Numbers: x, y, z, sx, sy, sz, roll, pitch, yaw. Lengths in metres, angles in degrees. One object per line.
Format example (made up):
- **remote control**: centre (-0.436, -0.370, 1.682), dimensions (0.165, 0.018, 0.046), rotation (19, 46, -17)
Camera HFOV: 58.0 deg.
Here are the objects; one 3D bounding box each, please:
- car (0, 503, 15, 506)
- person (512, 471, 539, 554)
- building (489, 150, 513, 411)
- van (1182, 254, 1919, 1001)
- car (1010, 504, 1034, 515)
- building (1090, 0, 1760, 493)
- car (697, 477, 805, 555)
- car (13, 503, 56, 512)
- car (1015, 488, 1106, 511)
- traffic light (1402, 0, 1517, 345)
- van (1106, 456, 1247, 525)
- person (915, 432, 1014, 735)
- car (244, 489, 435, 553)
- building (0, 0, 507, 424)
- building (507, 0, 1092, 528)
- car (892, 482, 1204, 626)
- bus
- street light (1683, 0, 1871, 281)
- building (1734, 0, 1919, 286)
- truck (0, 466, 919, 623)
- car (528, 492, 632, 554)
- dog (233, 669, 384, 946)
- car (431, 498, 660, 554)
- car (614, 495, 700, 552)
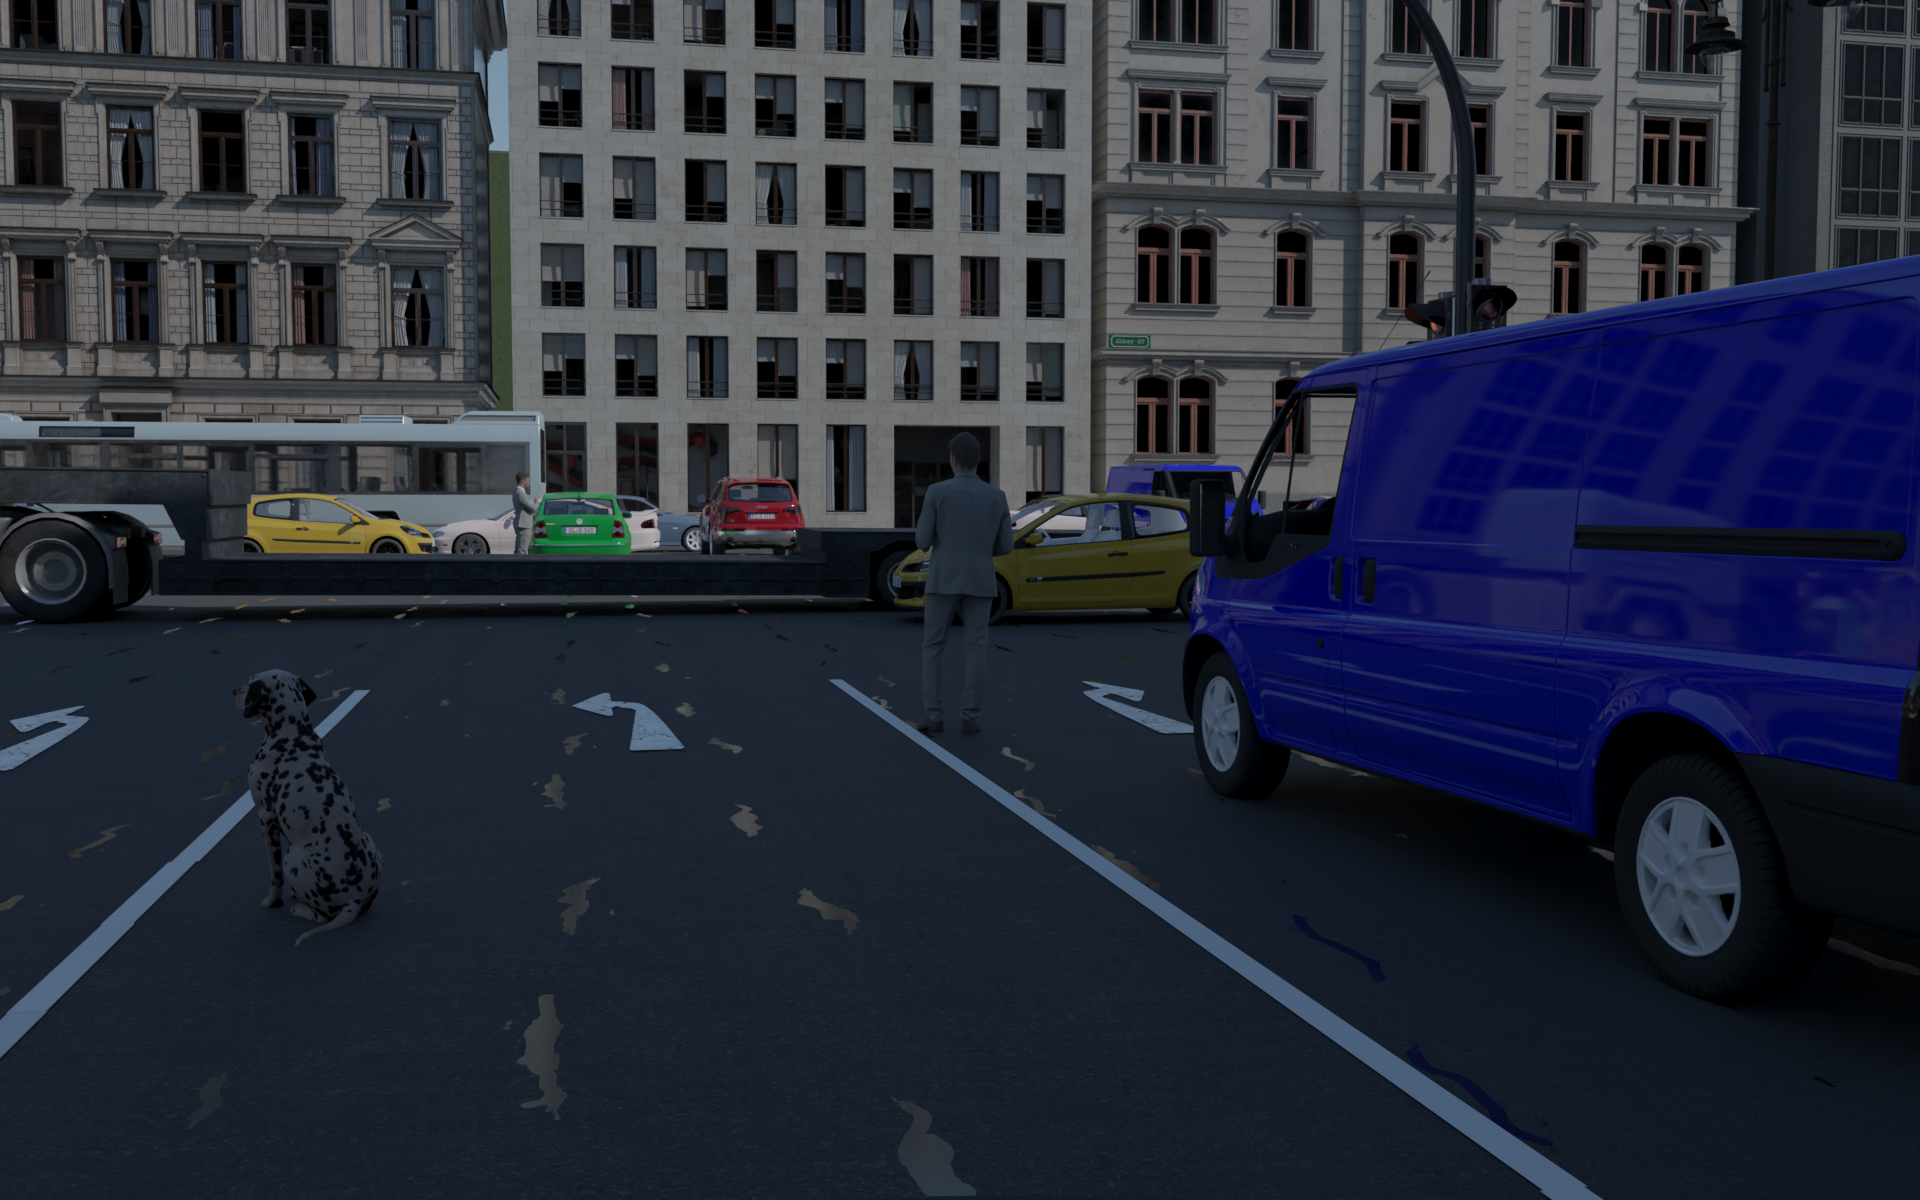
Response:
- **car**: centre (-18.653, -1.304, 30.907), dimensions (3.694, 1.707, 1.945), rotation (-1, 4, -13)
- **person**: centre (-7.115, -1.208, 28.428), dimensions (0.466, 1.800, 0.511), rotation (-3, 4, -37)
- **building**: centre (-58.169, -32.090, 208.262), dimensions (14.086, 41.232, 14.154), rotation (-1, 4, -13)
- **van**: centre (2.550, -0.142, 6.706), dimensions (2.240, 2.365, 5.245), rotation (-1, 4, -14)
- **car**: centre (3.012, -1.643, 39.224), dimensions (4.827, 1.381, 2.083), rotation (-1, 4, -12)
- **building**: centre (13.934, -16.757, 61.365), dimensions (23.554, 28.519, 14.401), rotation (-1, 4, -13)
- **car**: centre (-4.742, -1.860, 39.090), dimensions (2.281, 1.827, 5.304), rotation (-1, 4, -13)
- **car**: centre (-19.124, -1.406, 34.984), dimensions (4.499, 1.417, 2.014), rotation (-1, 4, -12)
- **car**: centre (2.490, -2.283, 47.113), dimensions (4.222, 1.686, 2.009), rotation (-1, 4, -12)
- **traffic light**: centre (1.845, -2.335, 12.848), dimensions (4.771, 5.953, 1.251), rotation (-1, 4, -13)
- **van**: centre (4.508, -1.875, 35.034), dimensions (2.240, 2.365, 5.245), rotation (-1, 4, -12)
- **person**: centre (-0.011, -0.110, 10.493), dimensions (0.606, 1.804, 0.583), rotation (-1, 4, -19)
- **car**: centre (-12.350, -1.445, 33.847), dimensions (3.980, 1.641, 2.015), rotation (-1, 4, -13)
- **building**: centre (-23.331, -11.405, 51.101), dimensions (19.286, 19.102, 10.561), rotation (-1, 4, -13)
- **building**: centre (-5.414, -12.238, 54.844), dimensions (16.860, 20.320, 10.420), rotation (-1, 4, -13)
- **car**: centre (1.220, -0.584, 19.765), dimensions (3.980, 1.641, 2.015), rotation (-1, 4, -12)
- **bus**: centre (-16.008, -2.656, 38.286), dimensions (13.247, 3.499, 2.948), rotation (-1, 4, -11)
- **street light**: centre (6.131, -2.467, 13.123), dimensions (0.468, 5.910, 1.993), rotation (-1, 4, -13)
- **building**: centre (37.246, -16.674, 66.124), dimensions (24.014, 27.812, 14.314), rotation (-1, 4, -13)
- **truck**: centre (-7.205, -1.894, 20.722), dimensions (18.799, 4.110, 2.967), rotation (-1, 4, -12)
- **car**: centre (-6.957, -1.397, 31.638), dimensions (1.959, 1.807, 4.718), rotation (-1, 4, -12)
- **dog**: centre (-2.224, 0.672, 5.844), dimensions (0.513, 0.831, 0.800), rotation (-1, 4, -15)
- **car**: centre (-8.811, -1.491, 36.744), dimensions (4.827, 1.381, 2.083), rotation (-1, 4, -12)
- **car**: centre (-8.118, -1.896, 43.004), dimensions (4.499, 1.417, 2.014), rotation (-1, 4, -13)
